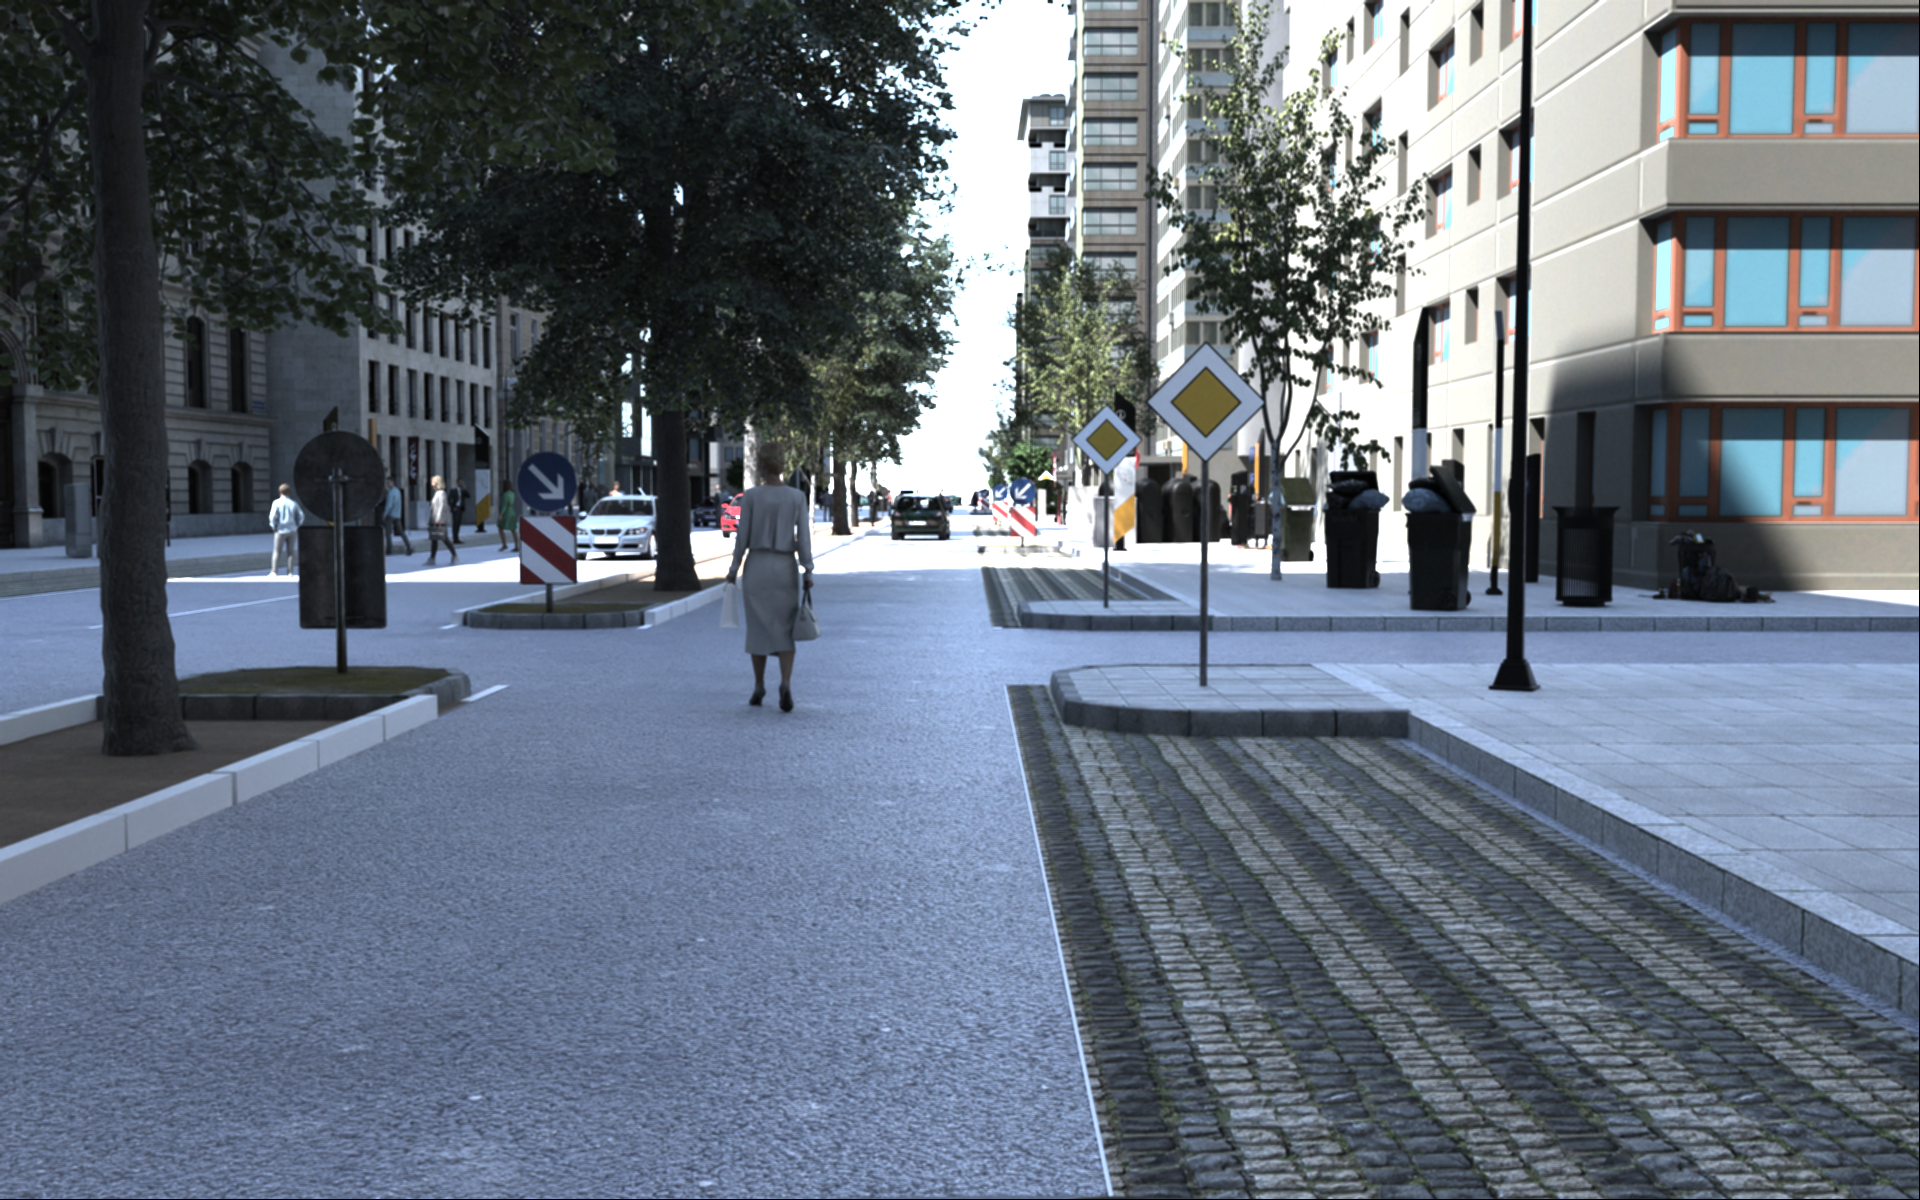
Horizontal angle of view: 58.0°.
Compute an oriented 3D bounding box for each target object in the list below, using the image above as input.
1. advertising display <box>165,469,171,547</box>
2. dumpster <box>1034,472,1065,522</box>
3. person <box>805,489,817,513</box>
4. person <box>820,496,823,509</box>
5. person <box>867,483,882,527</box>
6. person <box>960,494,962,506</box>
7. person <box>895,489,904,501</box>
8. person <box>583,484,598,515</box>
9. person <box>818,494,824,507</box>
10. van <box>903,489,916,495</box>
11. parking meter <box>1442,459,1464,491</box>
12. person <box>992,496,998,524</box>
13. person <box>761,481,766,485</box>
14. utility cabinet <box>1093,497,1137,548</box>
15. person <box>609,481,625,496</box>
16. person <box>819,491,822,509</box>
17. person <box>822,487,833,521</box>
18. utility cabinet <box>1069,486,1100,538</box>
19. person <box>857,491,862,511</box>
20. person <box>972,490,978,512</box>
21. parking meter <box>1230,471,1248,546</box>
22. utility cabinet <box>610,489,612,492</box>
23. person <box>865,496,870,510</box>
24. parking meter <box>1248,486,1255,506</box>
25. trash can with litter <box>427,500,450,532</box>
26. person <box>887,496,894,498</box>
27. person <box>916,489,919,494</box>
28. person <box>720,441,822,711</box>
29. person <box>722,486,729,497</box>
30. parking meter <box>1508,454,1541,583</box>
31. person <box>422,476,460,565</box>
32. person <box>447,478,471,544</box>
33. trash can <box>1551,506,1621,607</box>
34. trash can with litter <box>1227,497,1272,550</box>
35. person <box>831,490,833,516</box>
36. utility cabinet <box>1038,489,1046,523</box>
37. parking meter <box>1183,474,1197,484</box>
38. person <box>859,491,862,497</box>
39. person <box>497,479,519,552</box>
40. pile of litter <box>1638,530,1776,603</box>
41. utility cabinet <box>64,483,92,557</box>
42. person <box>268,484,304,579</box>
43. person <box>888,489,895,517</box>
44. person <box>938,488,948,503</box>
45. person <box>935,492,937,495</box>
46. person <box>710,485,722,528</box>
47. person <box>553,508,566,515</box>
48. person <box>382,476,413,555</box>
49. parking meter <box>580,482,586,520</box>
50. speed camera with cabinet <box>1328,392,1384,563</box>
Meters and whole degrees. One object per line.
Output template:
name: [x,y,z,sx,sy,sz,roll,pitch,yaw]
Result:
advertising display: [-19.726,-2.256,42.094,0.974,1.923,0.123,-2,4,-32]
dumpster: [3.952,-4.641,78.372,1.502,2.255,1.985,0,4,0]
person: [-11.706,-7.703,134.472,1.348,1.821,0.705,2,4,27]
person: [-13.211,-9.500,167.019,0.628,1.438,0.799,0,4,4]
person: [-3.690,-4.120,75.223,0.474,1.900,0.648,2,4,28]
person: [0.145,-12.443,215.195,0.557,1.426,1.065,0,4,3]
person: [-3.772,-6.351,113.124,1.217,1.735,0.721,-3,5,-40]
person: [-14.259,-3.582,67.166,0.694,1.812,0.767,1,4,9]
person: [-12.259,-8.771,155.168,1.065,1.426,0.557,-1,4,-23]
van: [-6.755,-13.473,224.665,2.240,2.365,5.245,0,4,1]
parking meter: [8.381,-1.454,29.483,0.255,1.863,0.399,3,5,42]
person: [1.708,-4.431,81.190,0.600,1.795,0.529,2,4,27]
person: [-6.168,-2.837,54.791,0.656,1.842,0.836,-1,4,-10]
utility cabinet: [3.700,-1.851,41.426,1.020,1.237,0.306,-1,4,-10]
person: [-10.193,-2.611,51.292,0.616,1.811,0.778,-1,4,-15]
person: [-13.451,-9.760,168.527,0.568,1.767,0.683,0,4,2]
person: [-6.958,-5.025,90.928,0.678,1.792,0.850,1,4,11]
utility cabinet: [3.705,-2.490,49.391,1.173,1.500,0.318,1,4,13]
person: [-8.785,-8.583,149.758,0.530,1.710,0.541,-1,4,-17]
person: [1.137,-7.312,128.970,0.541,1.710,0.530,-1,4,-21]
parking meter: [6.948,-2.286,43.090,0.399,1.863,0.255,-2,4,-30]
utility cabinet: [-16.084,-4.361,79.982,0.318,1.500,1.173,-1,4,-22]
person: [-7.551,-8.495,148.076,1.217,1.739,0.721,1,4,17]
parking meter: [8.809,-2.717,52.829,0.372,1.533,0.369,0,3,0]
trash can with litter: [-17.654,-2.888,58.610,0.624,1.170,1.055,0,4,-4]
person: [-9.120,-13.039,221.326,1.348,1.869,0.705,-1,4,-12]
person: [-2.333,-5.362,96.988,1.217,1.723,0.721,1,4,15]
person: [-1.280,-0.163,11.516,0.694,1.780,0.624,0,4,2]
person: [-12.556,-5.162,92.761,0.748,1.841,0.638,3,5,44]
parking meter: [8.212,-1.193,25.223,0.399,1.863,0.255,3,4,37]
person: [-10.443,-1.601,34.852,0.728,1.800,0.709,-2,4,-26]
person: [-14.399,-2.568,49.841,0.474,1.900,0.648,1,4,20]
trash can: [7.154,-0.500,19.834,0.748,1.137,0.748,0,3,0]
trash can with litter: [6.931,-1.779,40.151,1.678,1.210,2.233,-1,4,-14]
person: [-8.163,-6.195,110.619,1.217,1.723,0.721,3,5,42]
utility cabinet: [3.635,-4.152,76.570,0.318,1.500,1.173,0,4,0]
parking meter: [6.545,-2.667,49.317,0.255,1.863,0.399,-2,4,-31]
person: [-10.947,-11.207,191.815,1.350,1.814,0.705,1,4,13]
person: [-11.233,-2.098,43.051,0.529,1.795,0.600,0,4,5]
pile of litter: [9.093,-0.435,21.082,1.176,0.858,1.719,-1,4,-14]
utility cabinet: [-17.894,-1.616,35.106,0.318,1.500,1.173,-3,4,-36]
person: [-11.455,-1.169,29.420,0.589,1.601,0.330,-2,4,-30]
person: [-4.299,-6.072,108.489,0.721,1.743,1.217,-1,4,-17]
person: [-0.965,-5.515,99.122,0.568,1.767,0.683,0,4,1]
person: [-3.471,-14.888,252.652,0.721,1.736,1.217,0,4,4]
person: [-10.159,-3.888,72.252,0.590,1.801,0.661,-1,4,-16]
person: [-11.201,-2.453,48.632,0.654,1.822,0.581,1,4,23]
person: [-13.165,-1.956,40.344,0.748,1.841,0.638,1,4,20]
parking meter: [-18.710,-4.929,86.306,0.399,1.863,0.255,-2,4,-34]
speed camera with cabinet: [7.526,-2.358,32.892,0.660,3.252,2.038,0,4,-1]
